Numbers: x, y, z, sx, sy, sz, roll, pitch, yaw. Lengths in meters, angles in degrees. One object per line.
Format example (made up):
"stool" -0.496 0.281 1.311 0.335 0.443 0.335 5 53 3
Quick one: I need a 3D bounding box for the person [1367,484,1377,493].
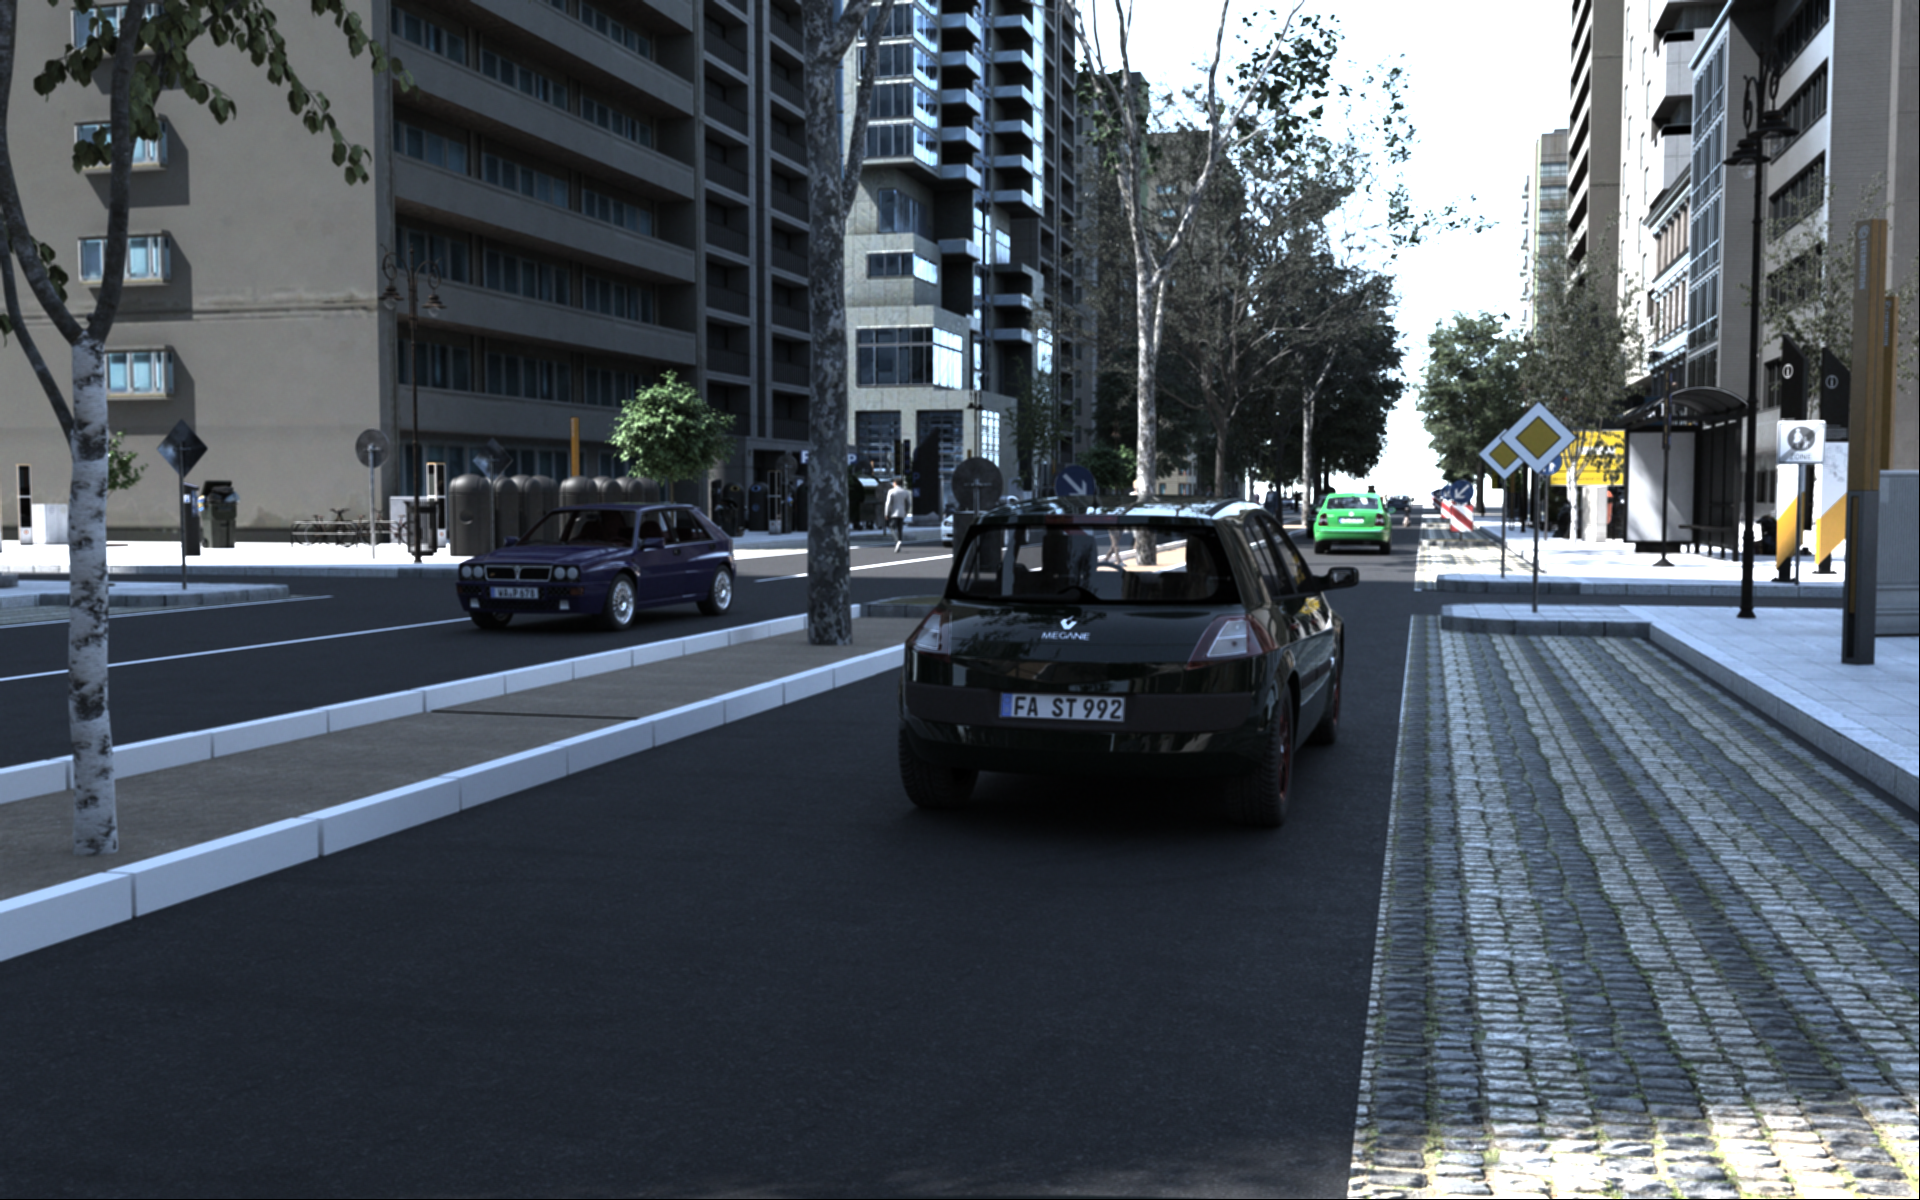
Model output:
"person" 16.991 -3.859 71.565 0.573 1.828 0.580 -2 4 -32

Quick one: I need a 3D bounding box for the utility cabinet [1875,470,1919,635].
"utility cabinet" 8.675 -0.430 15.714 1.173 1.500 0.318 -1 4 -11

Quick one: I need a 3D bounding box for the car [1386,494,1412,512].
"car" 34.540 -7.603 136.316 2.014 1.417 4.499 1 4 17

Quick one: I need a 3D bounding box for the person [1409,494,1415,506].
"person" 53.271 -11.784 204.355 0.799 1.438 0.628 1 4 15

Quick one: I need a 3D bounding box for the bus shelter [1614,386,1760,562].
"bus shelter" 14.591 -2.521 35.139 2.014 3.302 5.546 1 4 15

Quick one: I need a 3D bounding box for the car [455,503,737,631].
"car" -3.981 -0.421 19.468 1.945 1.354 3.894 1 4 17

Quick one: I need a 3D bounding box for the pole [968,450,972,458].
"pole" 0.438 -5.237 79.475 0.158 3.312 0.155 0 3 0

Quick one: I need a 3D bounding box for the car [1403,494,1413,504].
"car" 41.098 -9.221 160.983 2.015 1.641 3.980 1 4 14

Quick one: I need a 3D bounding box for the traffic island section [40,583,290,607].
"traffic island section" -10.441 -0.061 23.275 2.009 0.180 2.903 1 4 15

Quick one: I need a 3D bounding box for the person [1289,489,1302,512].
"person" 26.839 -7.922 138.168 1.348 1.807 0.705 -2 4 -34

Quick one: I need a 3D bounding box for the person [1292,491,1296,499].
"person" 41.131 -12.482 212.577 1.348 1.824 0.705 3 4 37

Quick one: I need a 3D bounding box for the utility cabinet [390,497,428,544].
"utility cabinet" -14.122 -2.045 44.594 1.020 1.237 0.306 -1 4 -10

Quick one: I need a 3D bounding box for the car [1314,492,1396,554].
"car" 9.712 -2.070 42.638 1.959 1.807 4.718 1 4 15

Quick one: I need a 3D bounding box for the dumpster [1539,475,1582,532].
"dumpster" 20.659 -3.496 59.646 1.502 2.255 1.985 1 4 15

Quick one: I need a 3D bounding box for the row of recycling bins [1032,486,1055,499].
"row of recycling bins" 4.559 -5.126 90.918 1.069 1.692 3.534 -1 4 -13

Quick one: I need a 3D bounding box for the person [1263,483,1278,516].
"person" 11.017 -3.224 61.239 0.654 1.822 0.581 -3 5 -41

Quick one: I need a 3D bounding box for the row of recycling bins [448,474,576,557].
"row of recycling bins" -9.637 -1.826 36.971 1.069 1.692 3.534 1 4 18

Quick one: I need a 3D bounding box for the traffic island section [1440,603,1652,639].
"traffic island section" 6.260 0.213 18.804 2.009 0.180 2.903 1 4 15

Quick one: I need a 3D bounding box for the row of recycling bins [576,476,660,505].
"row of recycling bins" -8.118 -2.047 40.579 1.069 1.692 3.534 1 4 21

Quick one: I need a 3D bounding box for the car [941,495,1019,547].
"car" 0.774 -2.199 47.954 2.014 1.417 4.499 1 4 14

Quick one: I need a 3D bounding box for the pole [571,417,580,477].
"pole" -10.225 -3.194 46.066 0.158 3.312 0.155 0 3 0

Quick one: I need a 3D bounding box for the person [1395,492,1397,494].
"person" 55.614 -12.977 221.386 1.217 1.736 0.721 -3 5 -40

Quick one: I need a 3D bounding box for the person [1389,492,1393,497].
"person" 46.939 -10.941 188.321 0.436 1.711 0.756 0 4 7

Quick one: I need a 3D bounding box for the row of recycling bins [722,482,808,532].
"row of recycling bins" -6.551 -3.223 59.814 3.534 1.692 1.069 1 4 14

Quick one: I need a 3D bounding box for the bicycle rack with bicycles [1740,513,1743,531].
"bicycle rack with bicycles" 26.114 -2.898 60.759 2.852 0.926 2.925 -1 4 -20

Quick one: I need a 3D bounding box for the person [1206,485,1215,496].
"person" 9.735 -3.609 67.906 0.834 1.777 0.661 -2 4 -31

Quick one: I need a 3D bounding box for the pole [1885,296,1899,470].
"pole" 9.583 -1.475 17.965 0.158 3.312 0.155 0 3 0

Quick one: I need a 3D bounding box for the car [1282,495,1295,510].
"car" 30.167 -9.060 160.711 1.945 1.354 3.894 1 4 14

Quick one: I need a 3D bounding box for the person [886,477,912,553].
"person" -1.497 -2.097 42.627 0.661 1.843 0.795 -1 4 -23

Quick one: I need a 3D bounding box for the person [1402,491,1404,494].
"person" 65.127 -15.033 254.305 1.348 1.823 0.705 -1 4 -16

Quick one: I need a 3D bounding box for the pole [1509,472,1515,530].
"pole" 19.670 -4.148 61.668 0.158 3.312 0.155 0 3 0

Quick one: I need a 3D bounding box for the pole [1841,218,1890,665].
"pole" 6.783 -1.171 12.984 0.158 3.312 0.155 0 3 0

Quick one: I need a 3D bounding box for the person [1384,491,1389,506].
"person" 51.296 -12.211 208.674 0.721 1.766 1.217 -3 5 -40

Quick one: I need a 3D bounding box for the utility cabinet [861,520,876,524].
"utility cabinet" -4.294 -4.308 79.110 0.318 1.500 1.173 -2 4 -35

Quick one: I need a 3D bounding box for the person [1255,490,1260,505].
"person" 19.112 -6.253 111.648 0.530 1.710 0.541 -2 4 -30

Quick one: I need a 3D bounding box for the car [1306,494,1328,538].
"car" 12.629 -2.810 57.734 2.131 1.459 4.920 1 4 17

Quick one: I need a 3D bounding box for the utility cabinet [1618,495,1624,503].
"utility cabinet" 34.671 -4.895 91.198 1.020 1.237 0.306 2 4 30

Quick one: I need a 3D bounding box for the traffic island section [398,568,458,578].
"traffic island section" -8.371 -0.533 30.988 2.009 0.180 2.903 1 4 15

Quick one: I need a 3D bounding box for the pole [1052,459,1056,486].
"pole" 5.395 -6.466 99.555 0.158 3.312 0.155 0 3 0

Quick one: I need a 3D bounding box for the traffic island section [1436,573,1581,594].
"traffic island section" 8.330 -0.259 26.517 2.009 0.180 2.903 1 4 15

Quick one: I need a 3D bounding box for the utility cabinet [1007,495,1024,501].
"utility cabinet" 2.462 -4.119 78.513 0.306 1.237 1.020 -3 4 -38

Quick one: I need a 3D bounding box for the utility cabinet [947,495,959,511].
"utility cabinet" -0.164 -5.101 94.564 1.020 1.237 0.306 1 4 13

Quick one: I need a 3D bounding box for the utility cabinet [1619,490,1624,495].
"utility cabinet" 36.771 -5.384 96.702 1.173 1.500 0.318 -2 4 -35

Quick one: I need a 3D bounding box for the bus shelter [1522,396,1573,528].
"bus shelter" 23.252 -5.557 68.482 2.179 5.291 8.768 1 4 15

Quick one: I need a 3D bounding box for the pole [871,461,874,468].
"pole" -5.424 -6.927 107.093 0.158 3.312 0.155 0 3 0

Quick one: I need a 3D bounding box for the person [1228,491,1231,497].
"person" 23.046 -8.512 148.476 0.445 1.727 0.742 0 4 -4

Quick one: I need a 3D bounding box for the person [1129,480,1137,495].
"person" 4.460 -2.108 43.314 0.624 1.780 0.694 -3 4 -38

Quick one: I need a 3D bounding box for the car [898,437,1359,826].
"car" 1.010 0.047 9.021 2.009 1.686 4.222 1 4 17

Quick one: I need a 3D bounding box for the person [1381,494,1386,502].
"person" 48.679 -11.486 199.554 1.065 1.426 0.557 1 4 15

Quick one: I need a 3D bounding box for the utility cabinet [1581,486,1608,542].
"utility cabinet" 16.804 -2.276 45.898 0.318 1.500 1.173 0 4 3
